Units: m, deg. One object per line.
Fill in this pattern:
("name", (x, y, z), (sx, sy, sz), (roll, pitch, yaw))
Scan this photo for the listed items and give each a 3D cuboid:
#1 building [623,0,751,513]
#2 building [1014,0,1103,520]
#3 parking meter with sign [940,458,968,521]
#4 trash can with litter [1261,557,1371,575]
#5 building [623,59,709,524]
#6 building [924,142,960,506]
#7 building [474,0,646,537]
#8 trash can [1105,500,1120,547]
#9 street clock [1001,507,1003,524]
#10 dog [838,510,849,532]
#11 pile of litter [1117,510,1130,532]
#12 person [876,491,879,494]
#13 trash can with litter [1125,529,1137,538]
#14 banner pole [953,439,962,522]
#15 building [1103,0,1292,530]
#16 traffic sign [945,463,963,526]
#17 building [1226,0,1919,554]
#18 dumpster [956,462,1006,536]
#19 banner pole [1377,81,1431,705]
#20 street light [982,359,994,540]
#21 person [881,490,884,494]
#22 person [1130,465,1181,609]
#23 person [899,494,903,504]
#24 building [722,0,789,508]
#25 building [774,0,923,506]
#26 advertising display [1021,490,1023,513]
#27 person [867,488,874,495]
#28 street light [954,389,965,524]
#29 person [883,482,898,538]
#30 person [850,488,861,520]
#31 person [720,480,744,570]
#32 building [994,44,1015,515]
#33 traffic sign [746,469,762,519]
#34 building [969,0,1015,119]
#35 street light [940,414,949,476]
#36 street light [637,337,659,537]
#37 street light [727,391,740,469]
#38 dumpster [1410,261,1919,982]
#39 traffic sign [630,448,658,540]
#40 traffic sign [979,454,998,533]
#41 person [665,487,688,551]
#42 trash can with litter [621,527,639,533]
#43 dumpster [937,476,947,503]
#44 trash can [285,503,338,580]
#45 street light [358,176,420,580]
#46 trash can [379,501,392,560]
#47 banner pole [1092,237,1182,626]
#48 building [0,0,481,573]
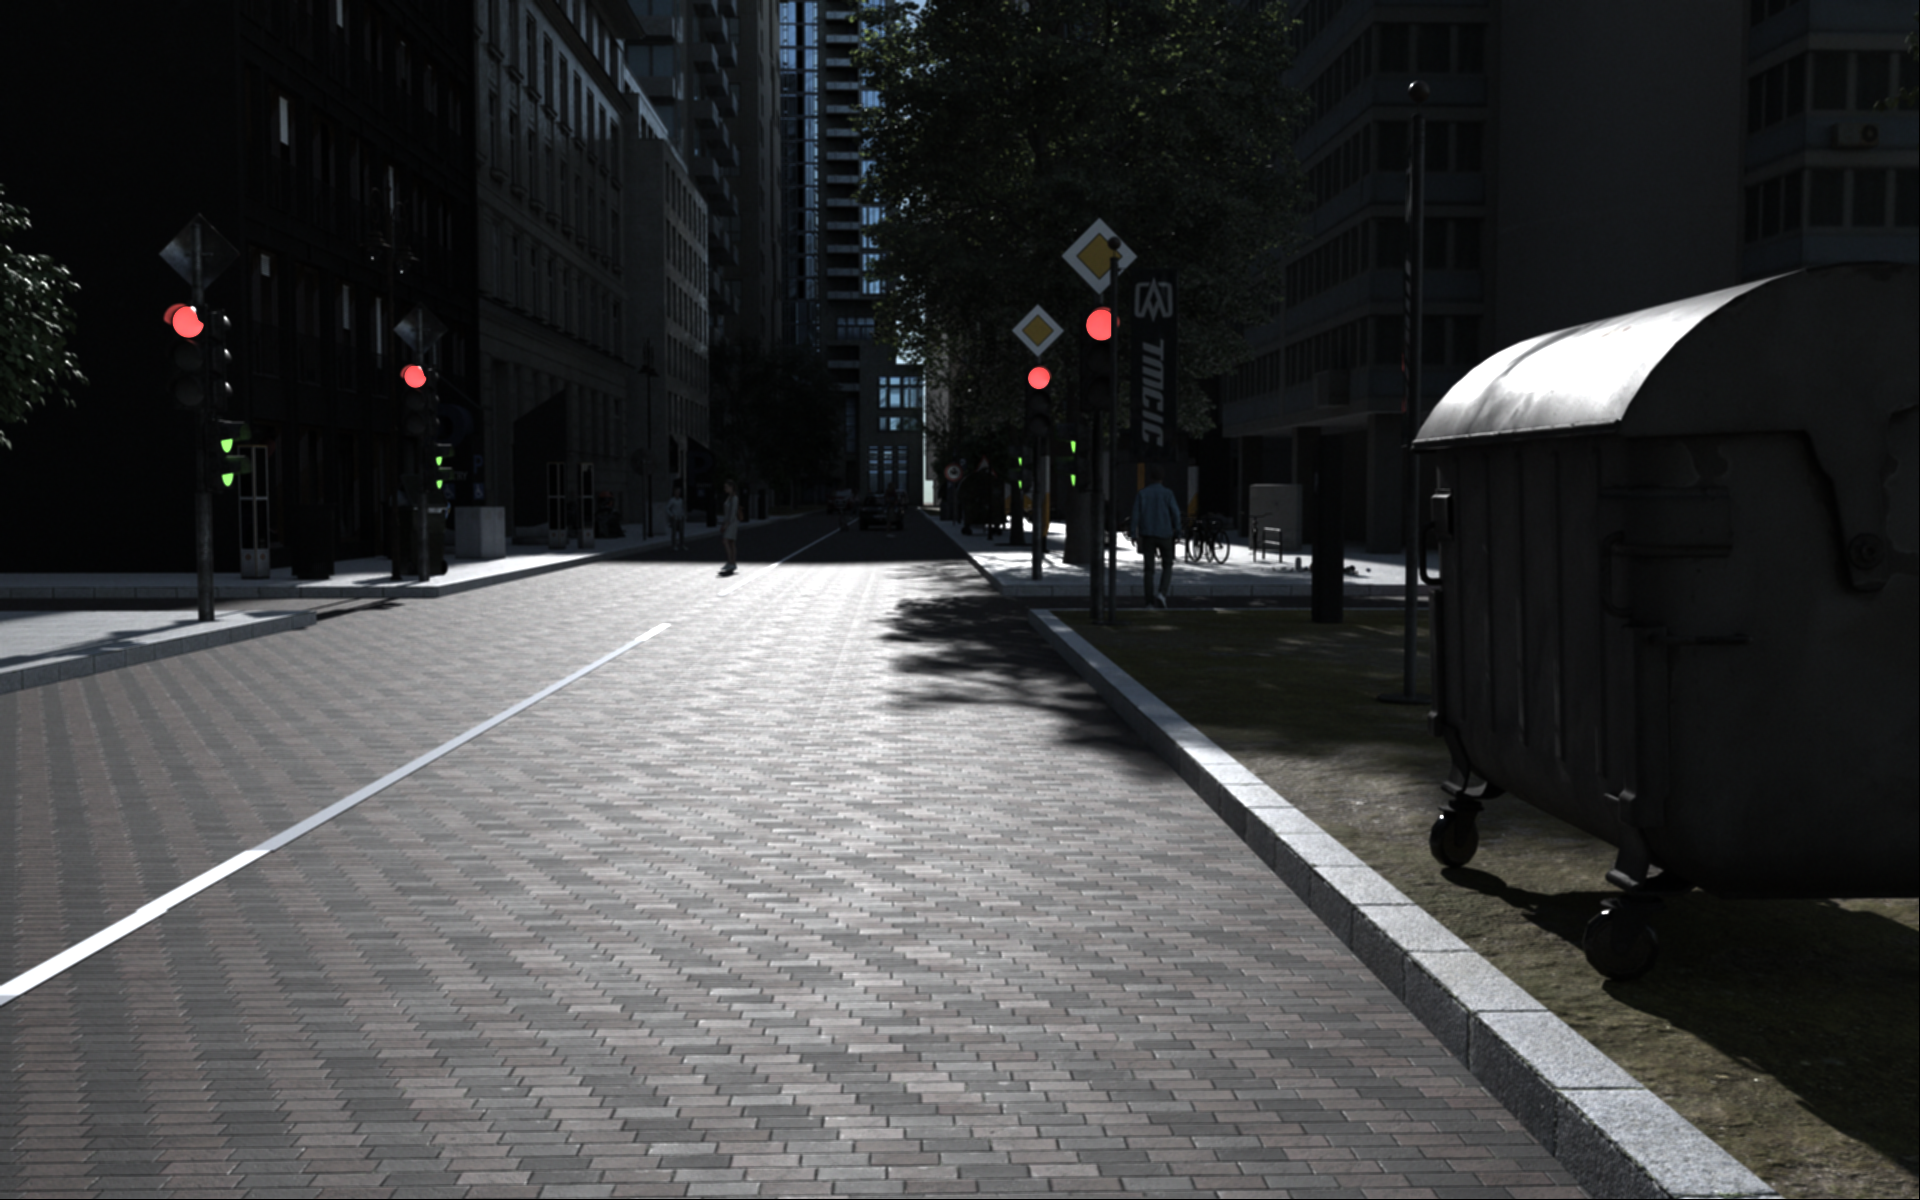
("building", (-26.617, -30.269, 114.513), (23.786, 49.044, 30.456), (0, 4, -2))
("building", (10.191, -26.927, 90.361), (14.600, 45.320, 14.200), (0, 4, -2))
("parking meter with sign", (-0.333, -5.356, 83.836), (0.543, 3.016, 1.738), (2, 4, 34))
("trash can with litter", (5.952, -1.063, 28.439), (1.678, 1.210, 2.233), (0, 4, -2))
("building", (-18.173, -13.941, 82.689), (10.420, 20.320, 16.860), (0, 4, -2))
("building", (3.084, -31.249, 194.522), (14.086, 41.232, 14.154), (0, 4, -2))
("building", (-20.850, -13.778, 58.550), (16.112, 22.955, 30.059), (0, 4, -2))
("trash can", (3.485, -1.844, 41.797), (0.748, 1.137, 0.748), (0, 3, 0))
("street clock", (1.728, -4.214, 73.462), (0.358, 2.002, 0.471), (0, 4, -7))
("dog", (-4.531, -3.040, 66.539), (0.513, 0.831, 0.800), (1, 4, 11))
("pile of litter", (5.510, -2.787, 59.538), (1.176, 0.858, 1.719), (2, 4, 24))
("person", (-7.978, -9.676, 167.364), (0.551, 1.740, 0.621), (3, 4, 37))
("trash can with litter", (5.282, -2.407, 50.735), (1.055, 1.170, 0.624), (3, 5, 40))
("banner pole", (-0.183, -5.461, 79.304), (0.401, 3.779, 0.863), (-1, 4, -23))
("building", (12.408, -18.169, 68.763), (14.160, 30.474, 14.107), (0, 4, -2))
("traffic sign", (-0.247, -4.311, 70.594), (0.768, 2.556, 0.104), (0, 4, -1))
("building", (19.834, -21.408, 41.898), (23.993, 40.220, 32.217), (0, 4, -2))
("dumpster", (0.663, -3.165, 54.249), (1.502, 2.255, 1.985), (0, 4, -2))
("banner pole", (2.816, -1.273, 10.838), (0.401, 3.779, 0.863), (0, 4, 8))
("street light", (0.842, -4.612, 48.202), (0.468, 5.910, 1.993), (0, 4, -2))
("person", (-6.678, -8.578, 149.428), (1.217, 1.739, 0.721), (0, 4, 3))
("person", (2.385, -0.750, 21.105), (0.601, 1.785, 0.444), (1, 4, 14))
("person", (-5.413, -8.858, 156.544), (0.599, 1.433, 0.991), (0, 4, 5))
("building", (-30.181, -34.763, 157.612), (27.495, 52.752, 28.713), (0, 4, -2))
("building", (-19.825, -54.070, 196.709), (31.000, 86.520, 22.319), (0, 4, -2))
("advertising display", (1.957, -3.196, 57.464), (0.123, 1.923, 0.974), (1, 4, 12))
("person", (-5.256, -5.713, 102.364), (0.683, 1.767, 0.568), (1, 4, 17))
("street light", (-0.016, -6.221, 74.501), (0.468, 5.910, 1.993), (0, 4, -2))
("person", (-2.280, -2.984, 57.265), (0.573, 1.828, 0.580), (-2, 4, -28))
("person", (-5.936, -5.415, 97.626), (0.593, 1.750, 0.643), (-2, 4, -29))
("person", (-4.363, -1.434, 32.948), (0.522, 1.701, 0.512), (-2, 4, -24))
("building", (8.947, -20.984, 114.793), (14.160, 30.474, 14.107), (0, 4, -2))
("traffic sign", (-10.669, -5.465, 89.356), (0.884, 2.594, 0.081), (0, 4, 6))
("building", (7.524, -28.083, 142.753), (14.154, 41.232, 14.086), (0, 4, -2))
("street light", (-0.906, -7.810, 100.477), (0.468, 5.910, 1.993), (0, 4, -2))
("street light", (-9.190, -4.799, 51.245), (0.468, 5.910, 1.993), (0, 4, -2))
("street light", (-10.021, -6.351, 76.622), (0.468, 5.910, 1.993), (0, 4, -2))
("dumpster", (2.229, 0.033, 5.217), (1.264, 1.857, 1.865), (0, 4, -2))
("traffic sign", (-8.756, -2.930, 48.011), (0.768, 2.556, 0.104), (0, 4, 1))
("traffic sign", (0.795, -3.461, 56.586), (0.884, 2.594, 0.081), (0, 4, -1))
("person", (-7.204, -2.061, 44.013), (0.589, 1.601, 0.330), (-3, 5, -39))
("trash can with litter", (-11.650, -2.873, 58.028), (1.678, 1.210, 2.233), (-1, 4, -13))
("dumpster", (-0.366, -5.171, 87.034), (1.502, 2.255, 1.985), (0, 4, -2))
("trash can", (-9.757, -0.883, 26.098), (0.748, 1.137, 0.748), (0, 3, 0))
("street light", (-8.399, -3.231, 25.621), (0.468, 5.910, 1.993), (0, 4, -2))
("trash can", (-11.033, -1.370, 34.060), (0.748, 1.137, 0.748), (0, 3, 0))
("banner pole", (1.731, -1.647, 16.944), (0.863, 3.779, 0.401), (0, 4, 2))
("building", (-17.987, -12.567, 35.144), (12.332, 23.373, 15.834), (0, 4, -2))
